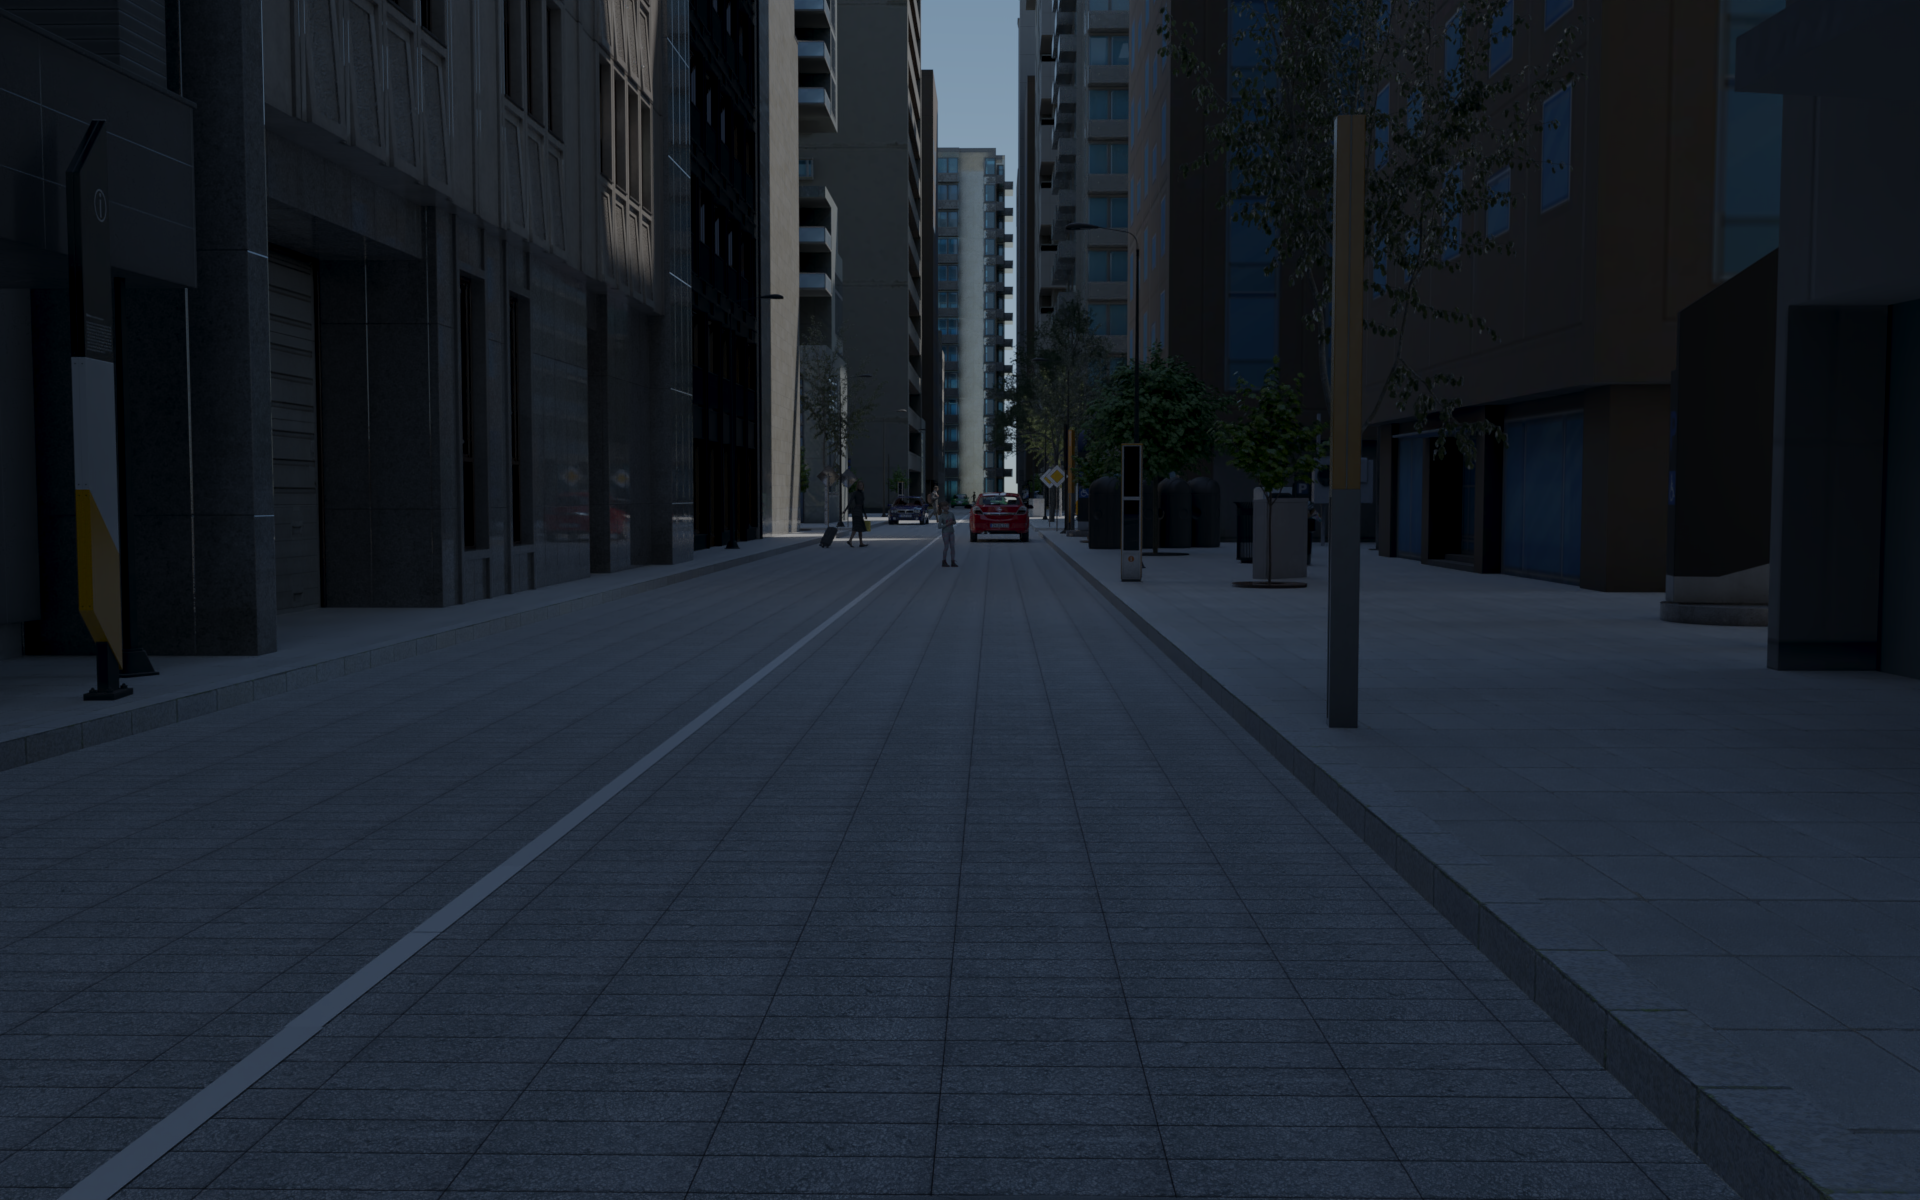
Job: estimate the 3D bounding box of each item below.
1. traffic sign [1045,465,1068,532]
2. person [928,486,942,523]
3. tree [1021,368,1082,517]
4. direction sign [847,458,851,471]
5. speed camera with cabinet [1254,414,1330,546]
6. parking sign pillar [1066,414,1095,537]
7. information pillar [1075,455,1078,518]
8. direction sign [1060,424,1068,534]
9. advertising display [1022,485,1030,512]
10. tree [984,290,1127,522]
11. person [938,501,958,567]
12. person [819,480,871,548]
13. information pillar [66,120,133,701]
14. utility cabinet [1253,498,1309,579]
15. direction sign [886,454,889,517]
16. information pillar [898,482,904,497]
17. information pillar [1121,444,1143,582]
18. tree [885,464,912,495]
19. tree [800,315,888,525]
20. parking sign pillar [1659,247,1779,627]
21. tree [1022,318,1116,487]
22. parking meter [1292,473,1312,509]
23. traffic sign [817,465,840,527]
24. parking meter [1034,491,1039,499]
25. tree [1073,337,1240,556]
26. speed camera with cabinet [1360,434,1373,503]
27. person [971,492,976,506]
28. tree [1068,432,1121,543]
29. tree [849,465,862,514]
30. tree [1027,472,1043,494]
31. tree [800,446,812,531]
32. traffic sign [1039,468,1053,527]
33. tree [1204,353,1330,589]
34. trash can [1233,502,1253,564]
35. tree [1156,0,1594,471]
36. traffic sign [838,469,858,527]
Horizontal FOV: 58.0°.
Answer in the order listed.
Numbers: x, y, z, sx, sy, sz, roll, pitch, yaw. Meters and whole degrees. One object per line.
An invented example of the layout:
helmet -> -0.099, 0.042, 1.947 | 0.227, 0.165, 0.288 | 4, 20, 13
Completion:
traffic sign -> 3.319, -3.404, 59.296 | 0.795, 2.450, 0.064 | 0, 4, 1
person -> -1.287, -4.798, 86.912 | 0.822, 1.834, 0.622 | 0, 4, -2
tree -> 5.431, -8.998, 97.486 | 4.737, 8.622, 4.395 | 0, 3, 0
direction sign -> -7.161, -7.172, 109.256 | 0.379, 3.537, 0.876 | 2, 4, 33
speed camera with cabinet -> 8.224, -2.936, 42.334 | 2.038, 3.252, 0.660 | -1, 4, -16
parking sign pillar -> 3.929, -3.902, 52.272 | 1.447, 3.967, 1.447 | 1, 4, 20
information pillar -> 6.381, -6.145, 91.827 | 0.504, 3.616, 0.183 | 0, 4, -7
direction sign -> 3.418, -3.917, 56.040 | 0.379, 3.537, 0.876 | 1, 4, 11
advertising display -> 4.562, -6.993, 119.541 | 0.123, 1.923, 0.974 | -2, 4, -26
tree -> 4.511, -8.847, 79.063 | 7.601, 10.594, 8.767 | 1, 4, 22
person -> -0.214, -1.300, 34.039 | 0.394, 1.301, 0.425 | 3, 5, 41
person -> -3.061, -2.310, 46.479 | 1.509, 1.804, 0.699 | -2, 4, -26
information pillar -> -5.354, -1.185, 10.722 | 0.183, 3.616, 0.504 | 0, 4, -7
utility cabinet -> 4.883, -0.934, 26.429 | 1.020, 1.237, 0.306 | -3, 5, -42
direction sign -> -4.066, -6.533, 98.819 | 0.379, 3.537, 0.876 | 0, 4, -1
information pillar -> -3.529, -6.063, 103.621 | 0.304, 2.012, 0.304 | 1, 4, 16
information pillar -> 2.518, -1.277, 25.369 | 0.304, 2.012, 0.304 | 1, 4, 8
tree -> -4.080, -7.196, 112.249 | 1.663, 3.219, 1.824 | 0, 3, 0
tree -> -5.346, -7.449, 72.151 | 4.360, 8.622, 3.978 | 0, 3, 0
parking sign pillar -> 7.828, -1.765, 17.336 | 1.447, 3.967, 1.447 | 1, 4, 12
tree -> 4.801, -7.423, 71.728 | 4.360, 8.622, 3.978 | 0, 3, 0
parking meter -> 7.013, -1.826, 35.567 | 0.399, 1.863, 0.255 | 1, 4, 10
traffic sign -> -4.523, -3.415, 59.474 | 0.795, 2.450, 0.064 | 0, 4, 1
parking meter -> 5.917, -7.655, 133.568 | 0.372, 1.533, 0.369 | 0, 3, 0
tree -> 4.058, -3.226, 36.462 | 4.285, 4.588, 4.351 | 0, 3, 0
speed camera with cabinet -> 10.837, -3.042, 44.073 | 2.038, 3.252, 0.660 | 0, 4, 6
person -> 1.610, -12.084, 206.904 | 0.721, 1.723, 1.217 | 2, 4, 28
tree -> 3.623, -3.128, 45.750 | 1.663, 3.219, 1.824 | 0, 3, 0
tree -> -7.196, -7.229, 112.802 | 1.663, 3.219, 1.824 | 0, 3, 0
tree -> 6.534, -9.262, 146.035 | 1.663, 3.219, 1.824 | 0, 3, 0
tree -> -5.709, -4.051, 60.828 | 1.663, 3.219, 1.824 | 0, 3, 0
traffic sign -> 3.481, -3.892, 67.279 | 0.795, 2.450, 0.064 | 0, 4, 1
tree -> 4.411, -1.788, 23.835 | 1.663, 3.219, 1.824 | 0, 3, 0
trash can -> 5.441, -1.254, 32.152 | 0.748, 1.137, 0.748 | 0, 3, 0
tree -> 3.948, -4.108, 17.521 | 4.360, 8.622, 3.978 | 0, 3, 0
traffic sign -> -4.361, -3.903, 67.458 | 0.795, 2.450, 0.064 | 0, 4, 1
